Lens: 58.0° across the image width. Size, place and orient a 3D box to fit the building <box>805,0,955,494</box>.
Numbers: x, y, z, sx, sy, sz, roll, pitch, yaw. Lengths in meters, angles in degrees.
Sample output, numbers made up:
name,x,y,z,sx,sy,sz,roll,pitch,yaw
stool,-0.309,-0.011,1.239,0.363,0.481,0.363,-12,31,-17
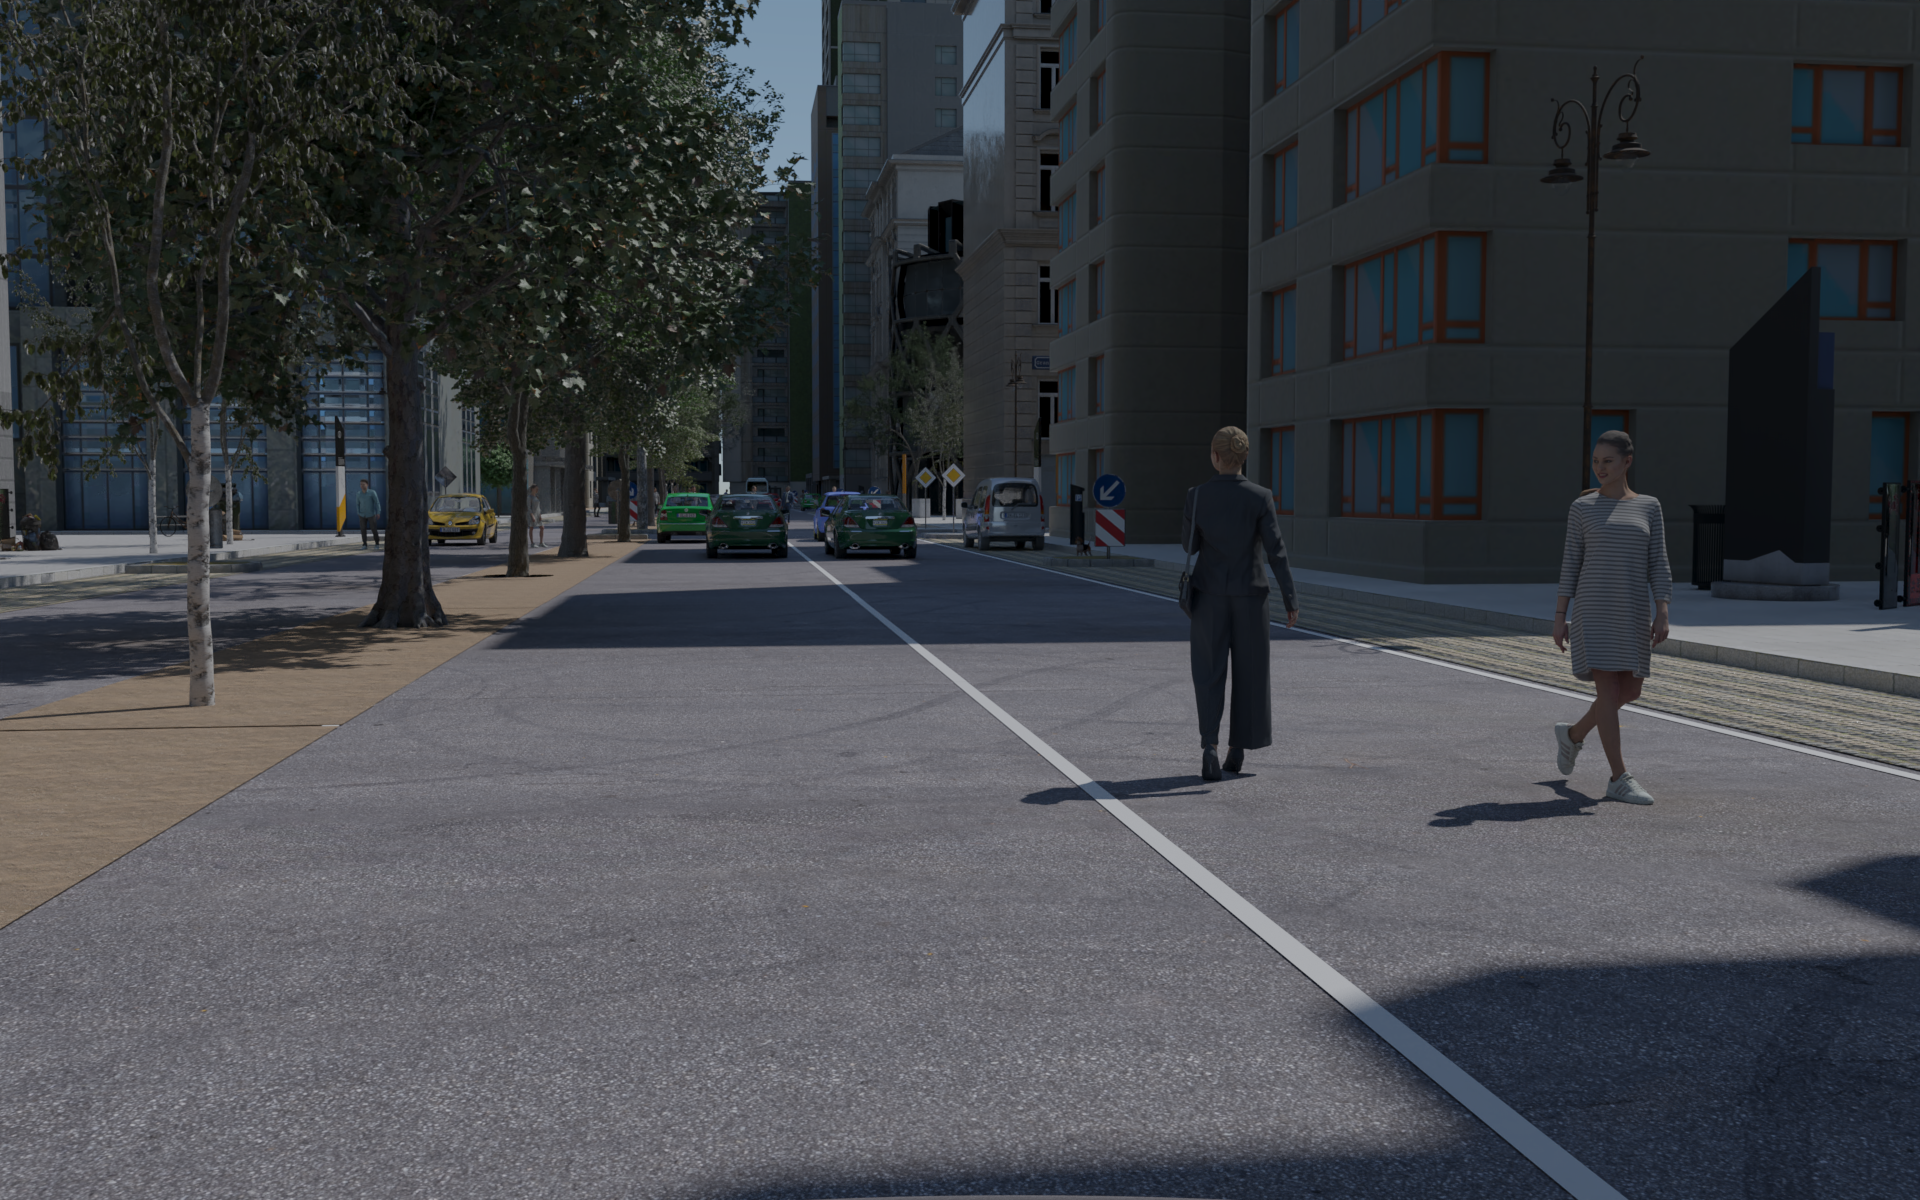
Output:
name,x,y,z,sx,sy,sz,roll,pitch,yaw
building,-7.645,-46.847,204.195,20.563,71.187,20.611,0,4,-8

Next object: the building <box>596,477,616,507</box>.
name,x,y,z,sx,sy,sz,roll,pitch,yaw
building,-51.677,-29.524,174.599,32.217,40.220,23.993,0,4,-8

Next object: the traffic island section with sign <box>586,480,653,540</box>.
name,x,y,z,sx,sy,sz,roll,pitch,yaw
traffic island section with sign,-10.924,-2.873,55.115,2.006,1.907,1.989,0,4,-8

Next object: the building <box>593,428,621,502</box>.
name,x,y,z,sx,sy,sz,roll,pitch,yaw
building,-53.705,-33.268,198.551,28.867,44.769,22.147,0,4,-8

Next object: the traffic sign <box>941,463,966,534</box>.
name,x,y,z,sx,sy,sz,roll,pitch,yaw
traffic sign,-0.212,-3.216,56.231,0.795,2.450,0.064,0,4,-8

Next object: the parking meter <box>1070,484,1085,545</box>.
name,x,y,z,sx,sy,sz,roll,pitch,yaw
parking meter,2.970,-2.165,43.816,0.372,1.533,0.369,0,3,0

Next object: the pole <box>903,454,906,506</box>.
name,x,y,z,sx,sy,sz,roll,pitch,yaw
pole,-2.863,-5.816,88.941,0.158,3.312,0.155,0,3,0

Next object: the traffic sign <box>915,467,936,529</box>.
name,x,y,z,sx,sy,sz,roll,pitch,yaw
traffic sign,-1.276,-3.700,64.145,0.795,2.450,0.064,0,4,-8

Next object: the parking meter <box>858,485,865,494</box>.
name,x,y,z,sx,sy,sz,roll,pitch,yaw
parking meter,-6.552,-6.705,115.336,0.399,1.863,0.255,-1,4,-18

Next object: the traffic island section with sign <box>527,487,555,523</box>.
name,x,y,z,sx,sy,sz,roll,pitch,yaw
traffic island section with sign,-21.471,-4.808,87.238,1.989,1.847,2.006,0,4,-8

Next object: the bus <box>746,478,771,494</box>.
name,x,y,z,sx,sy,sz,roll,pitch,yaw
bus,-23.951,-12.866,205.223,2.948,3.499,13.247,0,4,-6

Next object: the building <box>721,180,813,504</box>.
name,x,y,z,sx,sy,sz,roll,pitch,yaw
building,-24.398,-33.276,227.663,14.086,41.232,14.154,0,4,-8

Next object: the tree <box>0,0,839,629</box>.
name,x,y,z,sx,sy,sz,roll,pitch,yaw
tree,-6.015,-6.060,18.551,9.611,12.733,9.660,0,3,0

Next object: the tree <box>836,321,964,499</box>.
name,x,y,z,sx,sy,sz,roll,pitch,yaw
tree,-2.500,-9.769,94.134,8.767,10.594,7.601,-1,4,-9

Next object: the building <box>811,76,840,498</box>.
name,x,y,z,sx,sy,sz,roll,pitch,yaw
building,-8.769,-32.856,187.306,14.600,45.320,14.200,0,4,-8

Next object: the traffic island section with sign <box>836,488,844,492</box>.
name,x,y,z,sx,sy,sz,roll,pitch,yaw
traffic island section with sign,-8.126,-6.530,115.393,1.989,1.847,2.006,0,4,-8

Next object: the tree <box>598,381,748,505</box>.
name,x,y,z,sx,sy,sz,roll,pitch,yaw
tree,-14.606,-9.066,85.104,8.767,10.594,7.601,0,4,-8

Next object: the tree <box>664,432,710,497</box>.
name,x,y,z,sx,sy,sz,roll,pitch,yaw
tree,-18.453,-9.841,113.712,4.737,8.622,4.395,0,3,0

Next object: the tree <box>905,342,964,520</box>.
name,x,y,z,sx,sy,sz,roll,pitch,yaw
tree,-0.784,-8.220,84.754,4.360,8.622,3.978,0,3,0

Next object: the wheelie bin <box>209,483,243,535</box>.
name,x,y,z,sx,sy,sz,roll,pitch,yaw
wheelie bin,-20.825,-2.525,49.194,0.693,1.594,0.980,3,5,42

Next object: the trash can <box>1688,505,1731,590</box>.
name,x,y,z,sx,sy,sz,roll,pitch,yaw
trash can,10.144,-0.707,23.206,0.748,1.137,0.748,0,3,0

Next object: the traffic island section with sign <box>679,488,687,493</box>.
name,x,y,z,sx,sy,sz,roll,pitch,yaw
traffic island section with sign,-21.923,-7.877,136.927,2.006,1.907,1.989,0,4,-8

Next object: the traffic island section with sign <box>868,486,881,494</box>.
name,x,y,z,sx,sy,sz,roll,pitch,yaw
traffic island section with sign,-4.541,-4.896,88.676,1.989,1.847,2.006,0,4,-8

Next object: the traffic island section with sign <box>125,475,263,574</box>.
name,x,y,z,sx,sy,sz,roll,pitch,yaw
traffic island section with sign,-14.032,-1.425,31.920,1.989,1.847,2.006,0,4,-8

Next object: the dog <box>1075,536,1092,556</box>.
name,x,y,z,sx,sy,sz,roll,pitch,yaw
dog,2.706,-1.134,37.825,0.406,0.507,0.540,0,4,-2

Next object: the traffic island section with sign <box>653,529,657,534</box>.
name,x,y,z,sx,sy,sz,roll,pitch,yaw
traffic island section with sign,-11.902,-3.322,62.457,2.006,1.907,1.989,0,4,-8

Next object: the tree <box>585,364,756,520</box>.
name,x,y,z,sx,sy,sz,roll,pitch,yaw
tree,-16.280,-11.128,94.766,12.009,13.543,11.850,0,3,0

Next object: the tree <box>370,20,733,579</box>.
name,x,y,z,sx,sy,sz,roll,pitch,yaw
tree,-7.467,-6.184,29.314,9.928,11.665,9.643,0,3,0

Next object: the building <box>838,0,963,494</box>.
name,x,y,z,sx,sy,sz,roll,pitch,yaw
building,-3.478,-28.435,148.505,14.154,41.232,14.086,0,4,-8

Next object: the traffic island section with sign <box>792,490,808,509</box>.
name,x,y,z,sx,sy,sz,roll,pitch,yaw
traffic island section with sign,-14.857,-9.589,165.411,1.989,1.847,2.006,0,4,-8

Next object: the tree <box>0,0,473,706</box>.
name,x,y,z,sx,sy,sz,roll,pitch,yaw
tree,-5.159,-3.598,11.654,4.360,8.622,3.978,0,3,0

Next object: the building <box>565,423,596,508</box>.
name,x,y,z,sx,sy,sz,roll,pitch,yaw
building,-46.625,-18.601,149.165,27.650,21.520,28.899,0,4,-8

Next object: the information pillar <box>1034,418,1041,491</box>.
name,x,y,z,sx,sy,sz,roll,pitch,yaw
information pillar,2.393,-3.793,53.373,0.183,3.616,0.504,-1,4,-15

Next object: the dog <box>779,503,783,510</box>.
name,x,y,z,sx,sy,sz,roll,pitch,yaw
dog,-13.121,-6.610,124.904,0.800,0.831,0.513,0,4,1

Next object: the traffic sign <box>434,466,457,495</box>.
name,x,y,z,sx,sy,sz,roll,pitch,yaw
traffic sign,-18.369,-3.562,61.876,0.795,2.450,0.064,0,4,-8

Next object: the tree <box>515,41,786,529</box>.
name,x,y,z,sx,sy,sz,roll,pitch,yaw
tree,-13.590,-12.762,67.005,12.611,20.169,13.585,0,3,0

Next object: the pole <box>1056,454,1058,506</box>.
name,x,y,z,sx,sy,sz,roll,pitch,yaw
pole,3.661,-4.307,64.255,0.158,3.312,0.155,0,3,0

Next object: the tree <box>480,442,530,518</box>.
name,x,y,z,sx,sy,sz,roll,pitch,yaw
tree,-25.061,-6.733,93.799,4.285,4.588,4.351,0,3,0

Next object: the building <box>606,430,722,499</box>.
name,x,y,z,sx,sy,sz,roll,pitch,yaw
building,-42.633,-37.031,229.163,21.600,48.544,21.300,0,4,-8

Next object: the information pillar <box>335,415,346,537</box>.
name,x,y,z,sx,sy,sz,roll,pitch,yaw
information pillar,-18.561,-3.701,51.862,0.183,3.616,0.504,0,4,3

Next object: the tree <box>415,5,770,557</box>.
name,x,y,z,sx,sy,sz,roll,pitch,yaw
tree,-8.830,-7.952,39.123,9.857,13.997,8.962,0,3,0

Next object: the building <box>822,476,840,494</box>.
name,x,y,z,sx,sy,sz,roll,pitch,yaw
building,2.904,-29.195,169.224,32.217,40.220,23.993,0,4,-8

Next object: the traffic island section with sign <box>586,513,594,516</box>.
name,x,y,z,sx,sy,sz,roll,pitch,yaw
traffic island section with sign,-25.062,-6.442,113.954,1.989,1.847,2.006,0,4,-8

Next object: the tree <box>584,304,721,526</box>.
name,x,y,z,sx,sy,sz,roll,pitch,yaw
tree,-13.986,-9.593,77.429,7.486,12.596,7.792,0,3,0

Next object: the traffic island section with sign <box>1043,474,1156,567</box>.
name,x,y,z,sx,sy,sz,roll,pitch,yaw
traffic island section with sign,2.723,-1.596,34.721,1.989,1.847,2.006,0,4,-8

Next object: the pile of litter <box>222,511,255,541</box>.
name,x,y,z,sx,sy,sz,roll,pitch,yaw
pile of litter,-20.224,-2.053,47.538,1.719,0.858,1.176,-2,4,-29

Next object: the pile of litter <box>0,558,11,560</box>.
name,x,y,z,sx,sy,sz,roll,pitch,yaw
pile of litter,-19.385,-1.198,33.558,1.719,0.858,1.176,-1,4,-21

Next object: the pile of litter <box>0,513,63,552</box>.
name,x,y,z,sx,sy,sz,roll,pitch,yaw
pile of litter,-21.161,-1.539,39.125,1.719,0.858,1.176,-3,5,-42
